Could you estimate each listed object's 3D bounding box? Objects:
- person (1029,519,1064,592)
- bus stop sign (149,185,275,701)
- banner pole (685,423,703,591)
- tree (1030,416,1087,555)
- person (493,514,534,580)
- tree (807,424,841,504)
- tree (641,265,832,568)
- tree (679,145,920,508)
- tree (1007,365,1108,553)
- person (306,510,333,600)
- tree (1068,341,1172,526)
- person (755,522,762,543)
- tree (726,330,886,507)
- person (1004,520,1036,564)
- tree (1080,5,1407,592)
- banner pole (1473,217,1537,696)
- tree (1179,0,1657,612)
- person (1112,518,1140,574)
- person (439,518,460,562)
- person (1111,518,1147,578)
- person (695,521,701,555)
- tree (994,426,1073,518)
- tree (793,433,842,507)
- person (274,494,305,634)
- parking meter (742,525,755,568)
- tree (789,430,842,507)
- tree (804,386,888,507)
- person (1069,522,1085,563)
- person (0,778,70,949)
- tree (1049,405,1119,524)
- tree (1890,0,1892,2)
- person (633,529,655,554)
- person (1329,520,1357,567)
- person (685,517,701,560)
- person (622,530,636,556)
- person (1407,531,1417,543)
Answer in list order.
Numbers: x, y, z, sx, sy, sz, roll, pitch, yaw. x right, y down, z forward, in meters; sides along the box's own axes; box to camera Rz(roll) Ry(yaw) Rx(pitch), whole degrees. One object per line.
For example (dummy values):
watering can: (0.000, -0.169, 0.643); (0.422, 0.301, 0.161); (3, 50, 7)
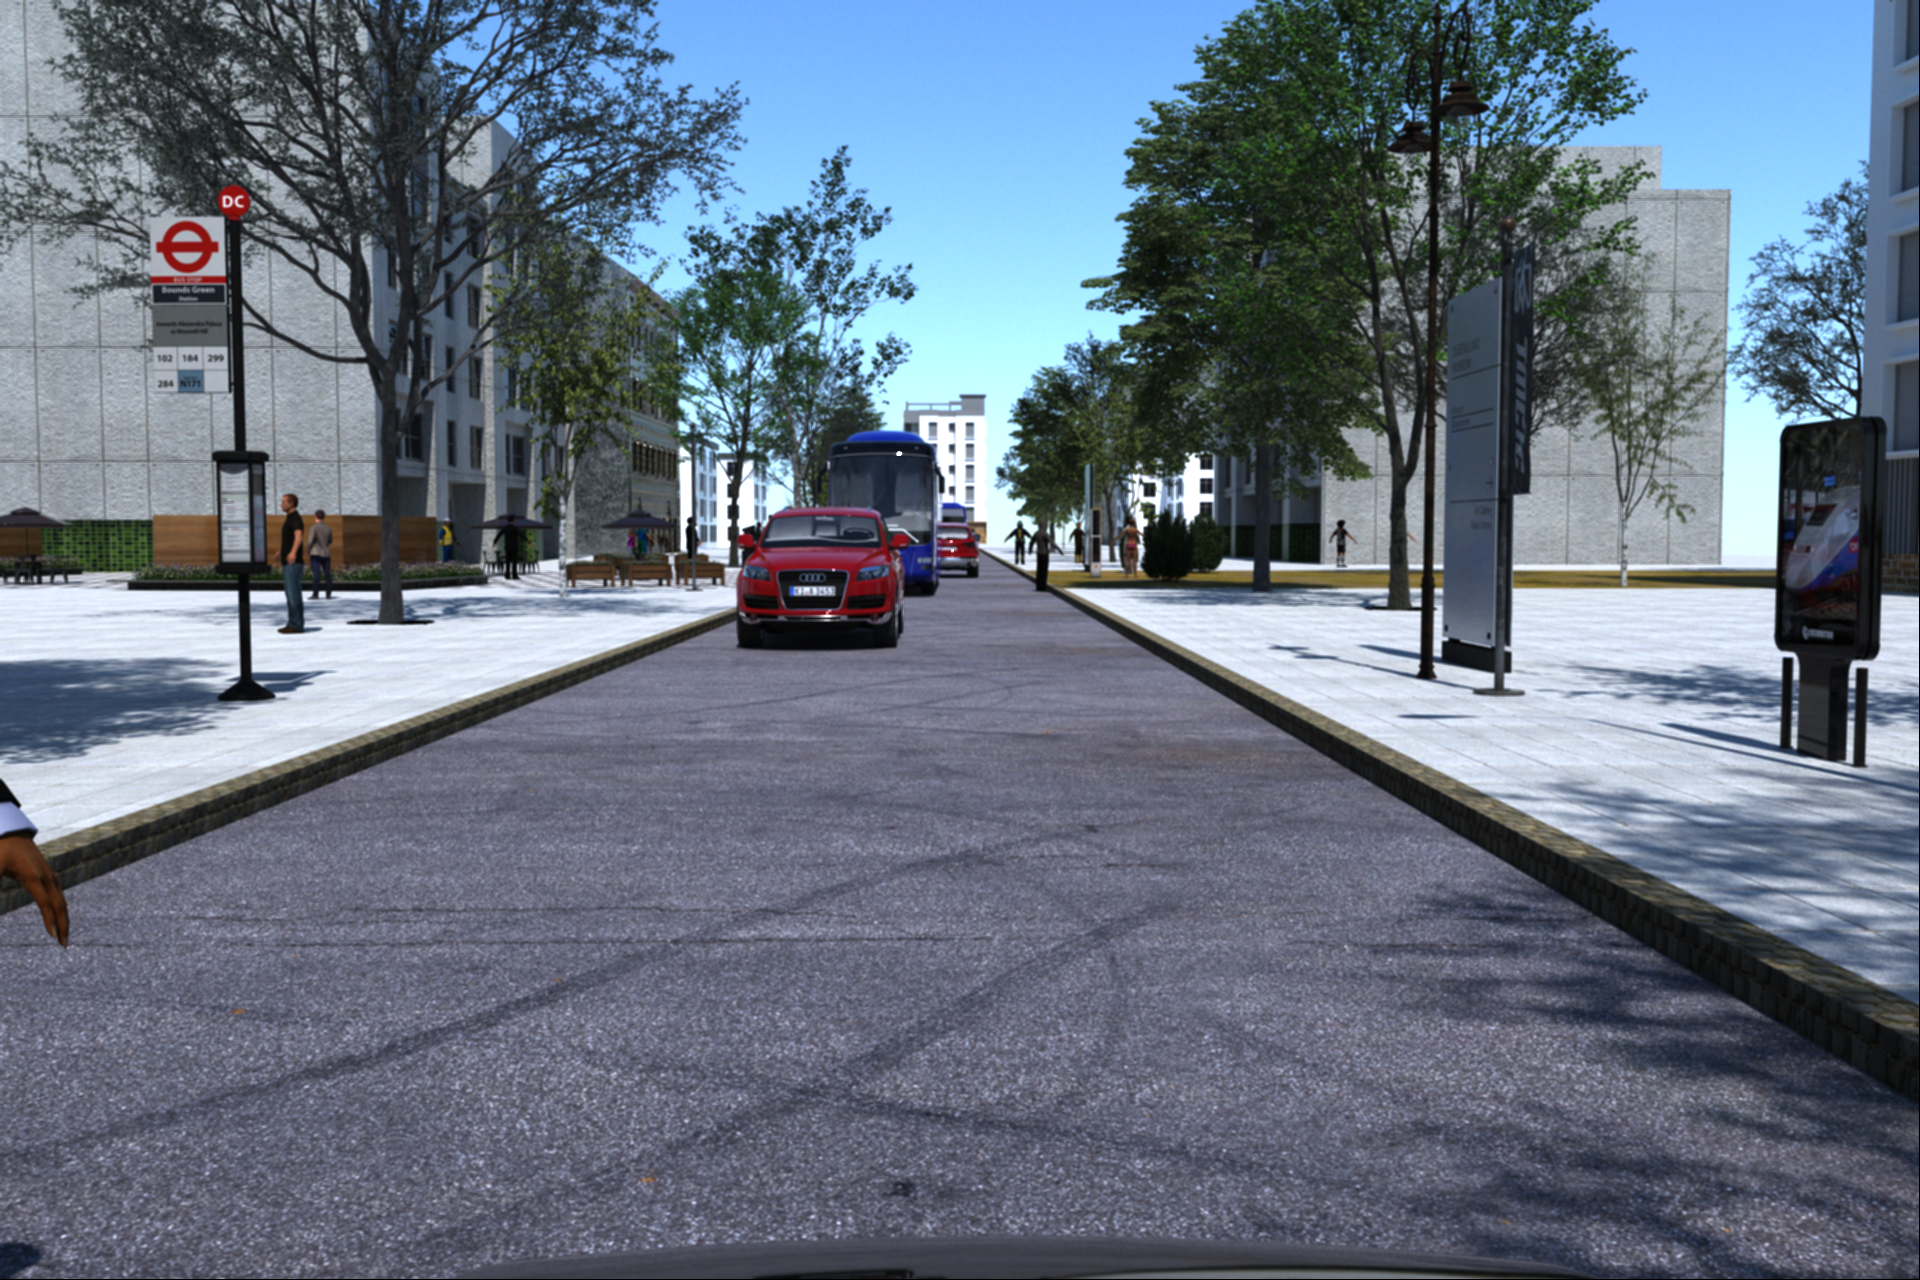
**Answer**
person: (2.084, -2.116, 43.184); (0.705, 1.813, 1.348); (-2, 4, -35)
bus stop sign: (-5.775, -1.508, 13.366); (0.855, 3.939, 0.416); (0, 4, 0)
banner pole: (-6.025, -3.017, 39.344); (0.401, 3.779, 0.863); (0, 4, -1)
tree: (6.499, -9.650, 108.138); (4.360, 8.622, 3.978); (0, 3, 0)
person: (-12.612, -2.619, 48.752); (1.347, 1.837, 0.705); (1, 4, 20)
tree: (-8.351, -10.019, 114.167); (4.737, 8.622, 4.395); (0, 3, 0)
tree: (-8.519, -8.585, 66.121); (9.928, 11.665, 9.643); (0, 3, 0)
tree: (-7.919, -14.072, 85.965); (12.611, 20.169, 13.585); (0, 3, 0)
tree: (6.581, -12.144, 116.684); (7.486, 12.596, 7.792); (0, 3, 0)
person: (-12.661, -1.683, 34.093); (0.617, 1.759, 0.750); (-3, 5, -42)
tree: (6.236, -7.033, 65.347); (4.737, 8.622, 4.395); (0, 3, 0)
person: (-8.594, -4.161, 74.305); (0.705, 1.796, 1.348); (-2, 4, -25)
tree: (-8.926, -11.885, 104.693); (12.009, 13.543, 11.850); (0, 3, 0)
person: (2.536, -4.128, 73.272); (1.354, 1.856, 0.705); (0, 4, 5)
tree: (6.333, -7.331, 37.990); (7.486, 12.596, 7.792); (0, 3, 0)
banner pole: (4.324, -1.439, 13.542); (0.401, 3.779, 0.863); (0, 4, -1)
tree: (7.527, -6.318, 29.054); (9.928, 11.665, 9.643); (0, 3, 0)
person: (5.395, -3.025, 55.646); (1.347, 1.806, 0.705); (-3, 5, -44)
person: (-17.535, -3.263, 59.325); (0.705, 1.833, 1.349); (1, 4, 11)
person: (4.983, -2.661, 50.305); (1.217, 1.733, 0.721); (0, 4, 8)
person: (-9.961, -3.598, 65.053); (0.704, 1.802, 1.346); (-1, 4, -19)
tree: (6.291, -12.016, 130.880); (8.767, 10.594, 7.601); (1, 4, 19)
tree: (-9.365, -10.358, 119.719); (4.737, 8.622, 4.395); (0, 3, 0)
person: (-8.677, -0.992, 22.429); (0.705, 1.803, 1.348); (-2, 4, -29)
parking meter: (-5.967, -2.475, 48.871); (0.372, 1.533, 0.369); (0, 3, 0)
tree: (-9.579, -12.761, 143.049); (8.767, 10.594, 7.601); (-2, 4, -26)
tree: (-8.255, -13.052, 131.534); (7.486, 12.596, 7.792); (0, 3, 0)
person: (5.283, -4.319, 76.750); (1.346, 1.812, 0.704); (-3, 5, -40)
person: (-1.728, 0.433, 2.093); (1.216, 1.740, 0.721); (-1, 4, -13)
tree: (6.708, -9.141, 99.818); (4.360, 8.622, 3.978); (0, 3, 0)
tree: (7.285, -3.654, 10.110); (4.737, 8.622, 4.395); (0, 3, 0)
person: (-14.242, -4.380, 77.733); (1.347, 1.817, 0.704); (3, 4, 36)
person: (14.805, -3.733, 67.176); (0.704, 1.843, 1.345); (-3, 4, -37)
person: (-8.171, -2.854, 52.845); (0.705, 1.806, 1.347); (-1, 4, -21)
person: (-13.512, -3.763, 70.785); (0.599, 1.433, 0.991); (1, 4, 22)
person: (18.082, -3.971, 70.784); (0.705, 1.847, 1.347); (-2, 4, -35)
